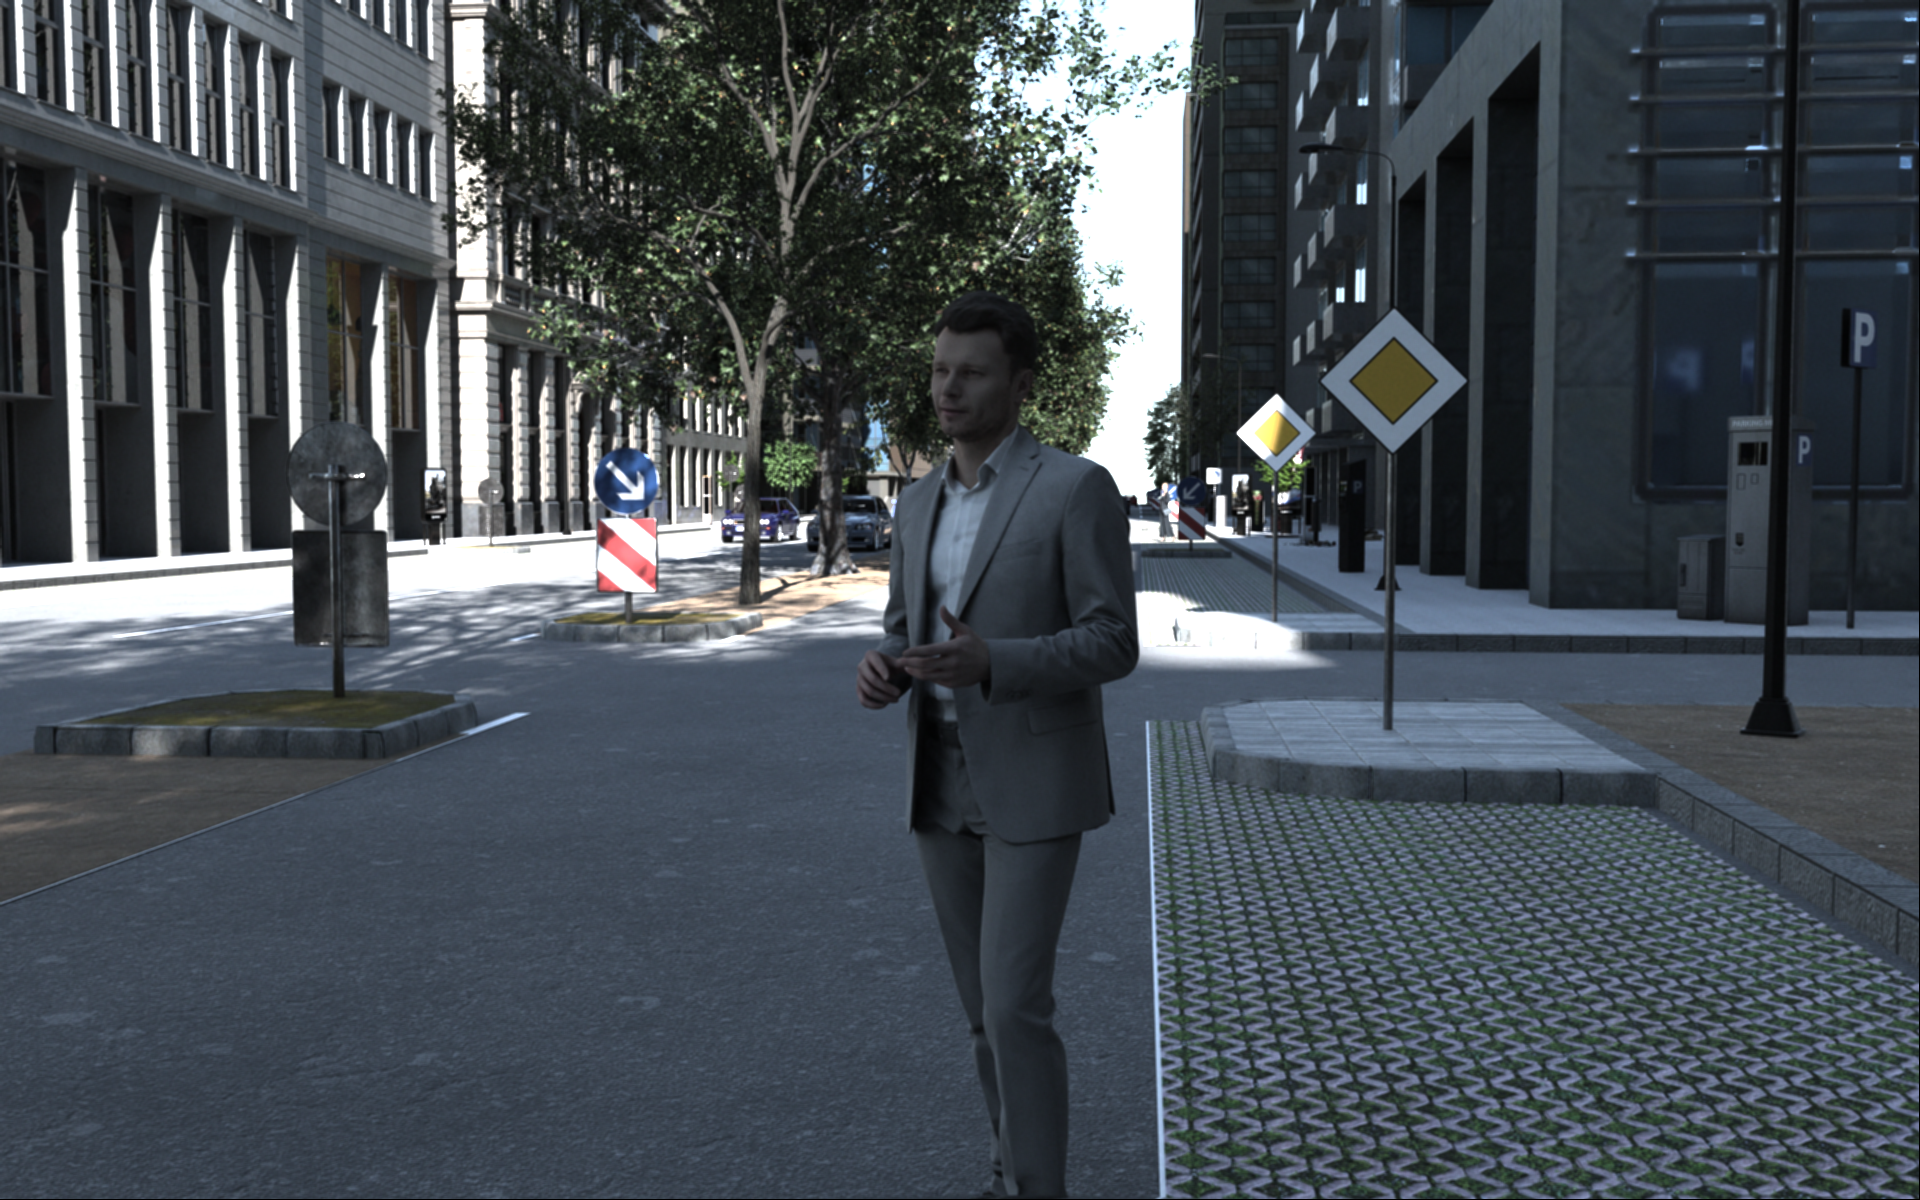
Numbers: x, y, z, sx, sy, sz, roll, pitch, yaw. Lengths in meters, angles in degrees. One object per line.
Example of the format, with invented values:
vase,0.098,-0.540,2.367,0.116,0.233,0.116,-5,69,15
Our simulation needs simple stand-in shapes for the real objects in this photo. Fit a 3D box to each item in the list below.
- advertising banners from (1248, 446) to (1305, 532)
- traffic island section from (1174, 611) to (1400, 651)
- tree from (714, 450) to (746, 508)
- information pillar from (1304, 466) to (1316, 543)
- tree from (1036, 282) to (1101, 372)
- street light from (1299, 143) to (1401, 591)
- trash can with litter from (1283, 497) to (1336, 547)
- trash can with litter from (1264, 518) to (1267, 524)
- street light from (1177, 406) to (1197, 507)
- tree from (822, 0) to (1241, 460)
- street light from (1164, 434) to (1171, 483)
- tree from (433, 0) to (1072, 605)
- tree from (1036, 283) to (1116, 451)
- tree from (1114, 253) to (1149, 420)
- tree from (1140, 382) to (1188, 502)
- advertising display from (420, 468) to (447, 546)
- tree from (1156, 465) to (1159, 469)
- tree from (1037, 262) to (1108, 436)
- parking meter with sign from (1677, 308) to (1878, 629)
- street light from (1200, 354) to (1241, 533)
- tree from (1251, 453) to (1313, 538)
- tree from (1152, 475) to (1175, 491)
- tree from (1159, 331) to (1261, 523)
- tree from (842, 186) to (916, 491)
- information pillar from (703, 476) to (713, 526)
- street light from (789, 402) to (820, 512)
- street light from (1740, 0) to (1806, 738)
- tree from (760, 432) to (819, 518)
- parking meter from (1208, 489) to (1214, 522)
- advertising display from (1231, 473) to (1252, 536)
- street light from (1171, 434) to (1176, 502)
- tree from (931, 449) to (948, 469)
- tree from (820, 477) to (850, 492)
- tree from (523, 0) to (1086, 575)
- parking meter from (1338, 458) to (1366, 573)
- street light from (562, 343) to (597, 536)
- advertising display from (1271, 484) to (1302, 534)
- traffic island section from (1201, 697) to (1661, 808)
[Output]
advertising banners,10.811,-3.844,59.043,2.074,3.025,0.090,-1,4,-14
traffic island section,3.176,0.299,17.386,2.009,0.180,2.903,0,4,6
tree,-10.036,-4.976,75.962,1.663,3.219,1.824,0,3,0
information pillar,9.227,-2.519,45.671,0.304,2.012,0.304,1,4,9
tree,2.322,-8.693,70.343,9.928,11.665,9.643,0,3,0
street light,5.182,-3.088,23.038,1.470,5.913,1.316,0,4,6
trash can with litter,8.774,-1.951,42.964,1.678,1.210,2.233,0,4,5
trash can with litter,12.692,-3.826,73.944,0.624,1.170,1.055,-2,4,-32
street light,12.348,-7.299,91.873,1.470,5.913,1.316,0,4,6
tree,0.937,-11.588,47.818,12.611,20.169,13.585,0,3,0
street light,16.663,-9.841,133.433,1.470,5.913,1.316,0,4,6
tree,-2.778,-5.192,21.753,8.767,10.594,7.601,0,4,6
tree,3.747,-10.955,88.226,9.857,13.997,8.962,0,3,0
tree,1.731,-8.607,60.196,9.611,12.733,9.660,0,3,0
tree,21.635,-15.732,175.338,7.486,12.596,7.792,0,3,0
advertising display,-13.092,-2.317,43.096,0.123,1.923,0.974,1,4,17
tree,28.294,-17.608,238.246,4.360,8.622,3.978,0,3,0
tree,2.879,-9.723,79.557,7.486,12.596,7.792,0,3,0
parking meter with sign,7.993,-1.274,17.091,0.543,3.016,1.738,-3,4,-38
street light,8.745,-5.205,57.642,1.470,5.913,1.316,0,4,6
tree,9.650,-3.457,51.119,1.663,3.219,1.824,0,3,0
tree,29.010,-16.076,246.554,4.285,4.588,4.351,0,3,0
tree,11.302,-7.790,77.733,4.360,8.622,3.978,0,3,0
tree,-1.226,-5.307,39.589,4.737,8.622,4.395,0,3,0
information pillar,-10.239,-4.027,70.339,0.304,2.012,0.304,1,4,13
street light,-8.083,-7.047,87.758,1.470,5.913,1.316,0,4,6
street light,3.819,-2.240,9.165,1.470,5.913,1.316,0,4,6
tree,-9.092,-6.630,92.114,4.285,4.588,4.351,0,3,0
parking meter,11.663,-4.392,80.225,0.372,1.533,0.369,0,3,0
advertising display,8.665,-2.940,53.291,0.123,1.923,0.974,-2,4,-24
street light,12.916,-7.706,98.542,1.470,5.913,1.316,0,4,6
tree,-1.185,-13.280,167.490,4.360,8.622,3.978,0,3,0
tree,-7.269,-6.662,103.528,1.663,3.219,1.824,0,3,0
tree,-2.276,-6.783,30.373,9.611,12.733,9.660,0,3,0
parking meter,6.417,-1.386,28.375,0.399,1.863,0.255,-2,4,-25
street light,-11.660,-4.953,53.525,1.470,5.913,1.316,0,4,6
advertising display,10.482,-3.081,55.582,0.974,1.923,0.123,1,4,14
traffic island section,2.352,0.785,9.443,2.009,0.180,2.903,0,4,6
